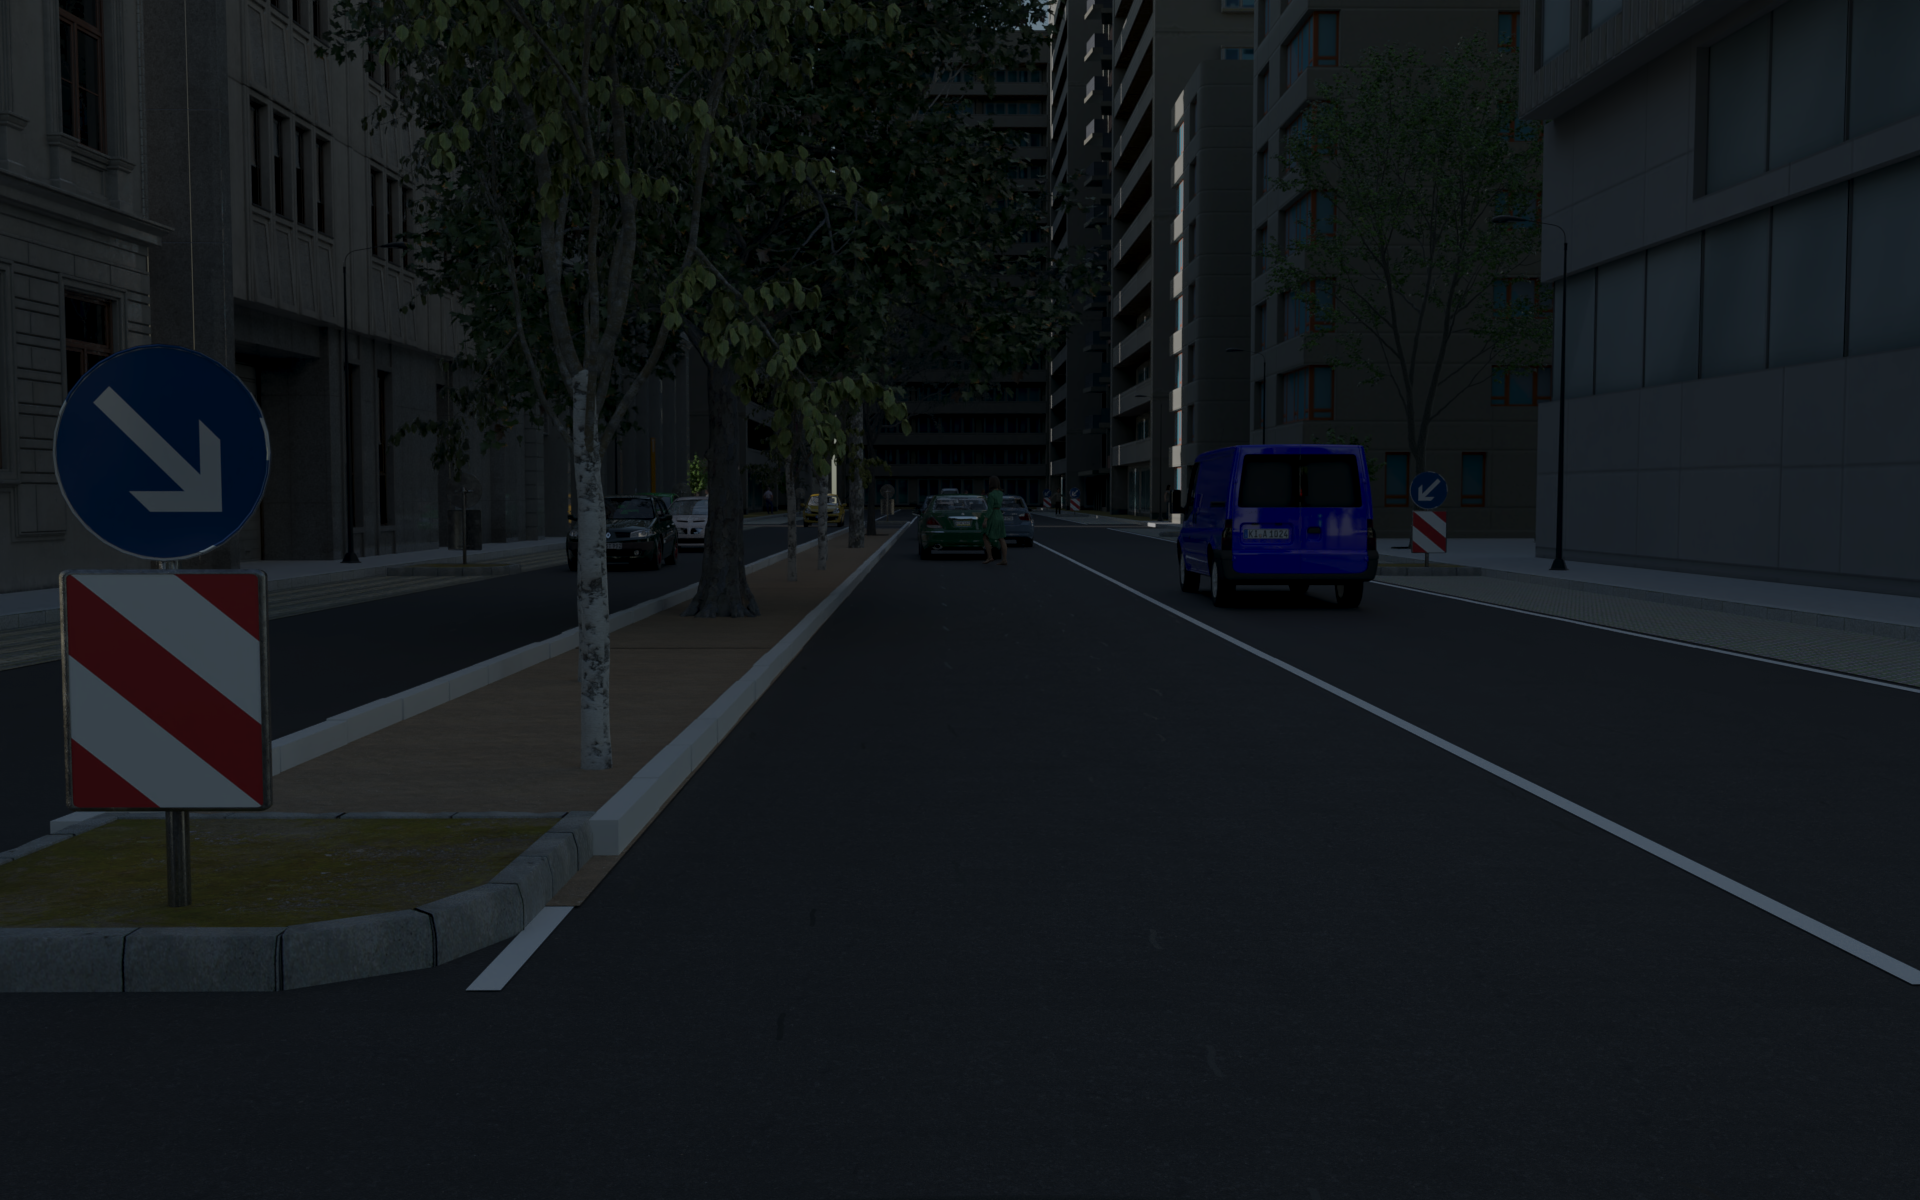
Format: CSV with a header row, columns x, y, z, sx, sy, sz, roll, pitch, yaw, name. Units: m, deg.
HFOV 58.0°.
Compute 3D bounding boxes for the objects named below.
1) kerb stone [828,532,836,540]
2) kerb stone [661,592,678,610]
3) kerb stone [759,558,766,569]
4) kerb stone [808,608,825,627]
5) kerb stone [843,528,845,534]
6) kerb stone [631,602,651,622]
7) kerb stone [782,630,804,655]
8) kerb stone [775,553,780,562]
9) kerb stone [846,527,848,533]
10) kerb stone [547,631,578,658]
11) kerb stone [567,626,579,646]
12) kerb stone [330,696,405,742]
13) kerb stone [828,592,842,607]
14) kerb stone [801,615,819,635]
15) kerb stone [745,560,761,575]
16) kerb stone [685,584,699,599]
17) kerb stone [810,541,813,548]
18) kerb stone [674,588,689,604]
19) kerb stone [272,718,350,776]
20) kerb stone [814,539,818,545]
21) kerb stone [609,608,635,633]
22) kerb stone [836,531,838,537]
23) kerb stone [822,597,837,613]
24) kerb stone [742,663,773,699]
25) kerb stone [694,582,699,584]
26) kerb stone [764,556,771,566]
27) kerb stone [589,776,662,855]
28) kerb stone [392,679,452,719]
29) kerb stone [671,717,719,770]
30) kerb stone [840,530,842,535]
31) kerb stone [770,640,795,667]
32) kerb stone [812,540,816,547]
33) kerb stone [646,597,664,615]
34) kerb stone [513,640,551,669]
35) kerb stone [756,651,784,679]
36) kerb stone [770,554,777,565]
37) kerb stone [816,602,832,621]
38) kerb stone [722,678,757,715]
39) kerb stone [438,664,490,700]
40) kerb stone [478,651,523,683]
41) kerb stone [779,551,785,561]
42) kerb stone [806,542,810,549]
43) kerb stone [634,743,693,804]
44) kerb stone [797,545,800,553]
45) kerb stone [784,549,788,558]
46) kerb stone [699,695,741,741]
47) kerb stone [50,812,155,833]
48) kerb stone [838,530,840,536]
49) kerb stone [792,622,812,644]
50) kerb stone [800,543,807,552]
x,y,z,sx,sy,sz,roll,pitch,yaw,name
-4.137,-2.033,55.468,0.120,0.150,1.000,0,4,-1,kerb stone
-3.697,0.040,21.663,0.120,0.150,1.000,0,4,-1,kerb stone
-3.849,-0.649,32.935,0.120,0.150,1.000,0,4,-1,kerb stone
-1.565,0.221,18.588,0.120,0.150,1.000,0,4,-1,kerb stone
-4.202,-2.349,60.609,0.120,0.150,1.000,0,4,-1,kerb stone
-3.670,0.163,19.613,0.120,0.150,1.000,0,4,-1,kerb stone
-1.517,0.409,15.513,0.120,0.150,1.000,0,4,-1,kerb stone
-3.892,-0.843,36.001,0.120,0.150,1.000,0,4,-1,kerb stone
-4.233,-2.473,62.680,0.120,0.150,1.000,0,4,-1,kerb stone
-3.613,0.418,15.515,0.120,0.150,1.000,0,4,-1,kerb stone
-3.633,0.346,16.536,0.120,0.150,1.000,0,4,-1,kerb stone
-3.561,0.722,10.384,0.120,0.150,1.000,0,4,-1,kerb stone
-1.598,0.039,21.664,0.120,0.150,1.000,0,4,-1,kerb stone
-1.550,0.287,17.565,0.120,0.150,1.000,0,4,-1,kerb stone
-3.824,-0.590,31.906,0.120,0.150,1.000,0,4,-1,kerb stone
-3.729,-0.086,23.716,0.120,0.150,1.000,0,4,-1,kerb stone
-4.002,-1.399,45.209,0.120,0.150,1.000,0,4,-1,kerb stone
-3.718,-0.025,22.693,0.120,0.150,1.000,0,4,-1,kerb stone
-3.540,0.794,9.357,0.120,0.150,1.000,0,4,-1,kerb stone
-4.029,-1.526,47.260,0.120,0.150,1.000,0,4,-1,kerb stone
-3.664,0.222,18.581,0.120,0.150,1.000,0,4,-1,kerb stone
-4.153,-2.098,56.490,0.120,0.150,1.000,0,4,-1,kerb stone
-1.586,0.095,20.637,0.120,0.150,1.000,0,4,-1,kerb stone
-1.473,0.598,12.447,0.120,0.150,1.000,0,4,-1,kerb stone
-3.747,-0.155,24.737,0.120,0.150,1.000,0,4,-1,kerb stone
-3.862,-0.719,33.957,0.120,0.150,1.000,0,4,-1,kerb stone
-1.411,0.910,7.316,0.120,0.150,1.000,0,4,-1,kerb stone
-3.568,0.663,11.407,0.120,0.150,1.000,0,4,-1,kerb stone
-1.439,0.785,9.371,0.120,0.150,1.000,0,4,-1,kerb stone
-4.174,-2.221,58.548,0.120,0.150,1.000,0,4,-1,kerb stone
-1.506,0.475,14.491,0.120,0.150,1.000,0,4,-1,kerb stone
-4.013,-1.470,46.231,0.120,0.150,1.000,0,4,-1,kerb stone
-3.693,0.095,20.635,0.120,0.150,1.000,0,4,-1,kerb stone
-3.610,0.472,14.481,0.120,0.150,1.000,0,4,-1,kerb stone
-1.497,0.534,13.469,0.120,0.150,1.000,0,4,-1,kerb stone
-3.862,-0.782,34.979,0.120,0.150,1.000,0,4,-1,kerb stone
-1.573,0.162,19.615,0.120,0.150,1.000,0,4,-1,kerb stone
-1.469,0.662,11.420,0.120,0.150,1.000,0,4,-1,kerb stone
-3.579,0.598,12.429,0.120,0.150,1.000,0,4,-1,kerb stone
-3.594,0.534,13.459,0.120,0.150,1.000,0,4,-1,kerb stone
-3.901,-0.907,37.023,0.120,0.150,1.000,0,4,-1,kerb stone
-3.990,-1.342,44.186,0.120,0.150,1.000,0,4,-1,kerb stone
-1.430,0.847,8.347,0.120,0.150,1.000,0,4,-1,kerb stone
-3.953,-1.157,41.114,0.120,0.150,1.000,0,4,-1,kerb stone
-3.914,-0.969,38.047,0.120,0.150,1.000,0,4,-1,kerb stone
-1.449,0.722,10.398,0.120,0.150,1.000,0,4,-1,kerb stone
-3.512,0.912,7.290,0.120,0.150,1.000,0,4,-1,kerb stone
-4.162,-2.157,57.526,0.120,0.150,1.000,0,4,-1,kerb stone
-1.533,0.349,16.543,0.120,0.150,1.000,0,4,-1,kerb stone
-3.978,-1.282,43.159,0.120,0.150,1.000,0,4,-1,kerb stone
